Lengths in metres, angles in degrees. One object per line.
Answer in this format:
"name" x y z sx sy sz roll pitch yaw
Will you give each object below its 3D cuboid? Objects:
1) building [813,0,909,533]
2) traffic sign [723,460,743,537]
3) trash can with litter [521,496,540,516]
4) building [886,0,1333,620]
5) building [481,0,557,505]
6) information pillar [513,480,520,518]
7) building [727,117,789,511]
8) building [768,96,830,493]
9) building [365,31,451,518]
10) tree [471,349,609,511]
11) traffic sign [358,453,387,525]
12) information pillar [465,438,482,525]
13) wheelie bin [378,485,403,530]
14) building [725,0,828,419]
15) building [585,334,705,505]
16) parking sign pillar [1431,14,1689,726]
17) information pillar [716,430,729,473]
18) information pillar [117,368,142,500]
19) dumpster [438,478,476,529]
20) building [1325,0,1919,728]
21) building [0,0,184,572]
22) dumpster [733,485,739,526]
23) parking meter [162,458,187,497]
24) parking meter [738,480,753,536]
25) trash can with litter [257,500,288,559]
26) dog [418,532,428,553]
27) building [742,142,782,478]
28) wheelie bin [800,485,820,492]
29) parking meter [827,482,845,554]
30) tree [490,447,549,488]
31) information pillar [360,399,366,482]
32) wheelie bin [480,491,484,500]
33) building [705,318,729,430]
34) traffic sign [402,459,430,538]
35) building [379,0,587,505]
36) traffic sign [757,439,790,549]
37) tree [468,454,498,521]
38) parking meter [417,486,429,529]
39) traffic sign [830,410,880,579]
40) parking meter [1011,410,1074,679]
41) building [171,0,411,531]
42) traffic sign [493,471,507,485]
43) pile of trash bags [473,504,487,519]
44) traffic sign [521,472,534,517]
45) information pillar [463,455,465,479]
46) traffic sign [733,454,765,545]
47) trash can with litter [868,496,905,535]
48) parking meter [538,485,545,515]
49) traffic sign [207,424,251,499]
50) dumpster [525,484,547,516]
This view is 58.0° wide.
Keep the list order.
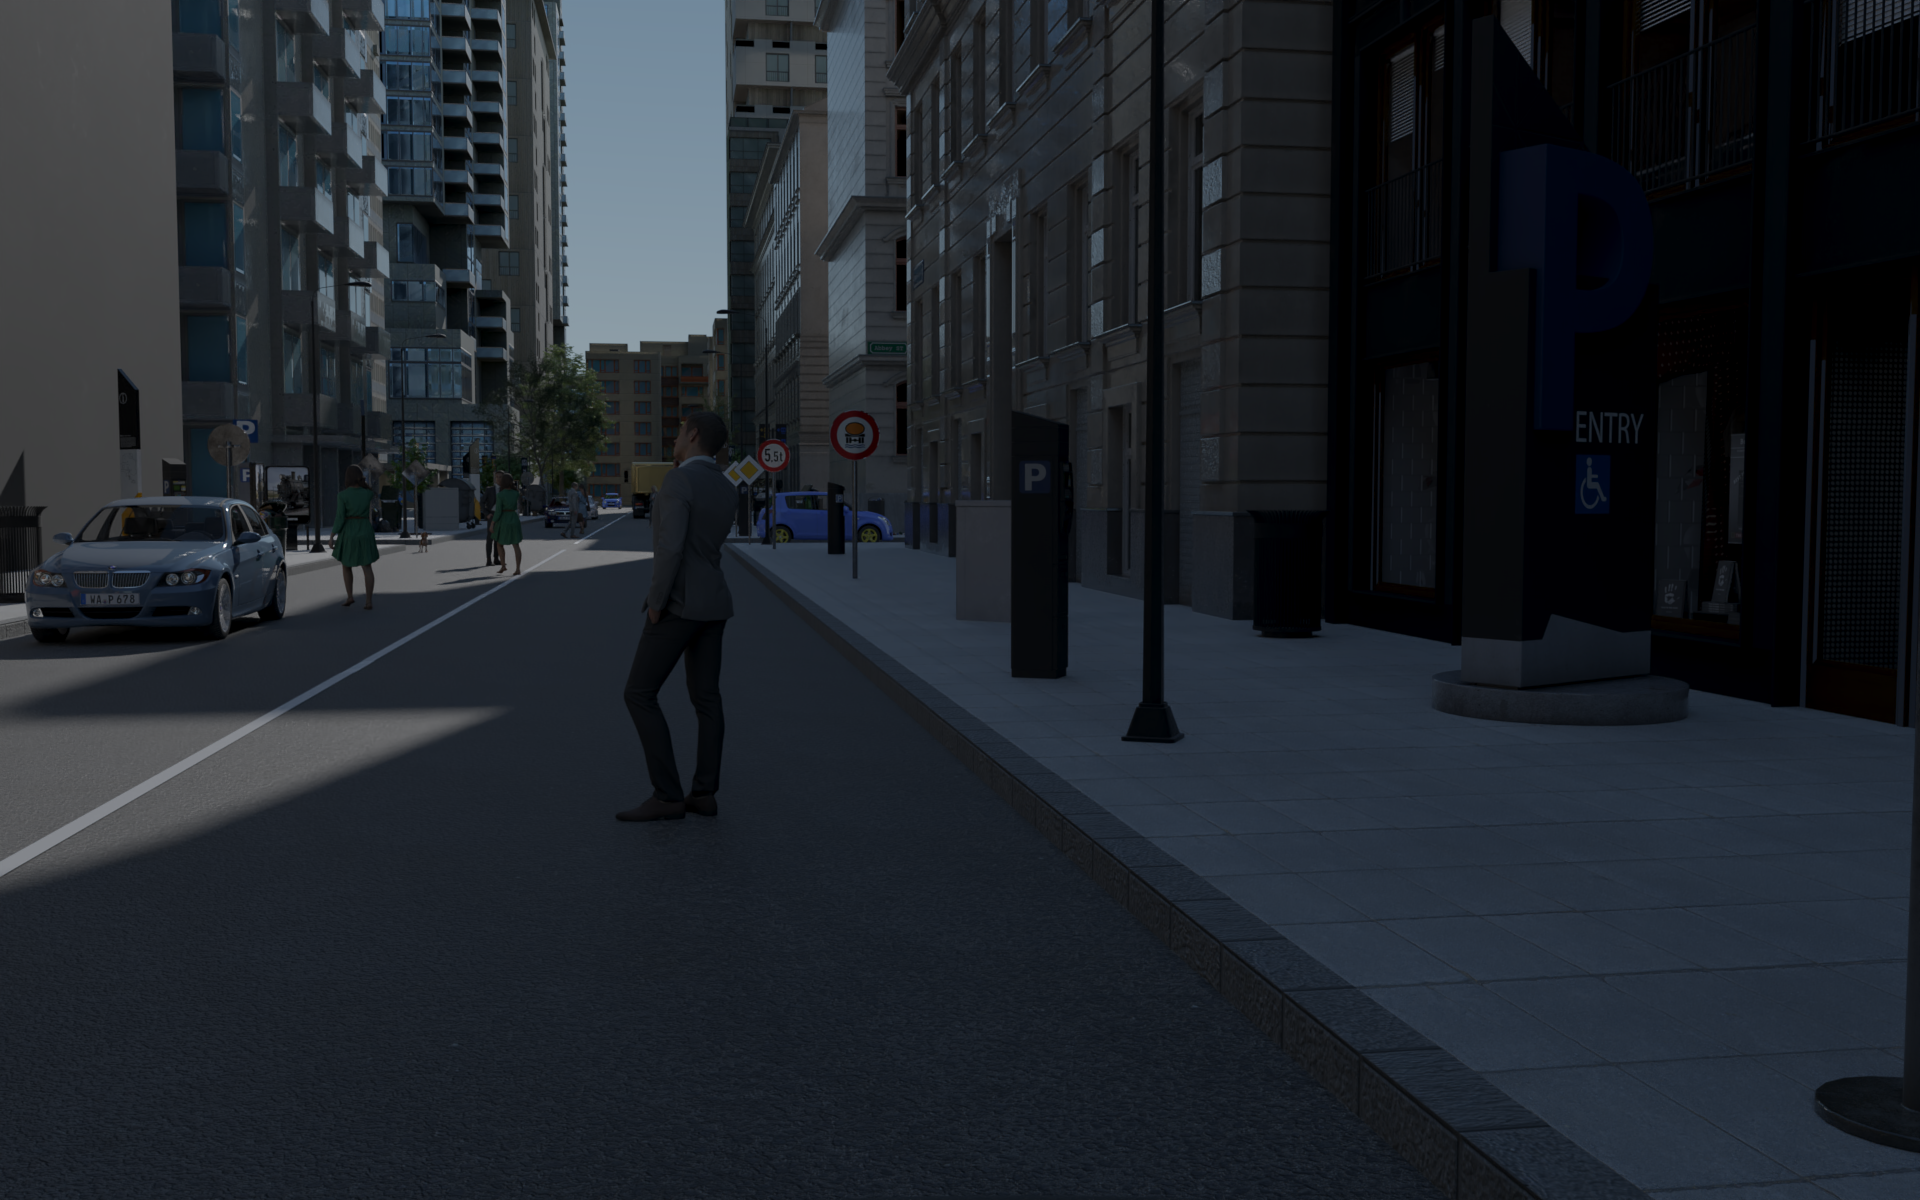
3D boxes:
"building" 6.776 -16.880 63.377 23.554 28.519 14.401 -1 4 -10
"traffic sign" -6.688 -2.940 51.718 0.795 2.450 0.064 -1 4 -10
"trash can with litter" -24.767 -5.412 99.871 1.055 1.170 0.624 0 4 4
"building" 6.280 -14.212 29.631 12.463 27.353 25.104 -1 4 -10
"building" -56.106 -36.025 178.244 27.495 52.752 28.713 -1 4 -10
"information pillar" -23.693 -5.377 92.412 0.304 2.012 0.304 0 4 0
"building" -11.337 -22.341 136.971 14.160 30.474 14.107 -1 4 -10
"building" -4.223 -14.609 88.003 9.793 20.994 18.267 -1 4 -10
"building" -46.315 -24.815 97.614 32.217 40.220 23.993 -1 4 -10
"tree" -26.843 -10.823 111.361 8.767 10.594 7.601 -2 4 -25
"traffic sign" -14.402 -2.365 42.318 0.795 2.450 0.064 -1 4 -10
"information pillar" -20.065 -4.910 71.627 0.183 3.616 0.504 3 4 36
"wheelie bin" -20.540 -3.341 62.534 0.980 1.594 0.693 0 4 -1
"building" -7.315 -34.789 158.044 28.713 52.752 27.495 -1 4 -10
"building" -33.224 -23.238 224.976 28.899 21.520 27.650 -1 4 -10
"parking sign pillar" 3.549 -1.327 10.174 1.447 3.967 1.447 -3 4 -37
"information pillar" -8.664 -4.398 63.254 0.504 3.616 0.183 0 4 0
"information pillar" -15.449 -2.501 32.240 0.504 3.616 0.183 2 4 26
"dumpster" -18.446 -3.527 63.432 1.264 1.857 1.865 -1 4 -10
"building" 11.040 -11.019 9.837 12.332 23.373 15.834 -1 4 -10
"building" -24.277 -12.320 31.116 15.834 23.373 12.332 -1 4 -10
"dumpster" -9.197 -3.834 68.440 1.264 1.857 1.865 -1 4 -10
"parking meter" -12.776 -1.376 28.209 0.399 1.863 0.255 3 5 43
"parking meter" -6.531 -2.878 52.769 0.399 1.863 0.255 0 4 7
"trash can with litter" -13.618 -1.382 33.978 0.624 1.170 1.055 -3 5 -42
"dog" -13.193 -1.427 42.626 0.540 0.507 0.406 2 4 27
"building" -5.283 -17.072 112.413 16.112 22.955 30.059 -1 4 -10
"wheelie bin" -5.051 -3.039 57.603 0.693 1.594 0.980 -2 4 -28
"parking meter" -2.639 -1.744 36.931 0.372 1.533 0.369 0 3 0
"tree" -31.038 -8.291 119.266 4.285 4.588 4.351 0 3 0
"information pillar" -14.717 -3.144 42.753 0.183 3.616 0.504 -1 4 -22
"wheelie bin" -26.258 -5.290 94.407 0.980 1.594 0.693 3 5 45
"building" -12.835 -20.894 186.648 27.650 21.520 28.899 -1 4 -10
"traffic sign" -15.753 -2.847 50.188 0.795 2.450 0.064 -1 4 -10
"building" -62.442 -55.261 216.186 31.000 86.520 22.319 -1 4 -10
"traffic sign" -4.310 -2.449 40.140 0.768 2.556 0.104 0 4 -2
"tree" -22.473 -5.378 82.539 1.663 3.219 1.824 0 3 0
"parking meter" -19.851 -3.568 64.051 0.255 1.863 0.399 3 5 42
"traffic sign" -1.593 -1.598 26.228 0.768 2.556 0.104 -1 4 -9
"parking meter" 0.573 -0.391 12.108 0.399 1.863 0.255 1 4 20
"building" -34.107 -27.165 63.762 23.786 49.044 30.456 -1 4 -10
"traffic sign" -20.659 -4.634 77.893 0.606 2.300 0.079 0 4 -5
"pile of trash bags" -25.495 -4.731 87.101 1.912 1.369 3.447 3 5 44
"traffic sign" -24.689 -6.041 98.876 0.768 2.556 0.104 0 4 -4
"information pillar" -25.584 -6.038 90.075 0.504 3.616 0.183 0 4 -8
"traffic sign" -5.336 -2.459 43.848 0.795 2.450 0.064 -1 4 -10
"trash can with litter" -2.230 -2.638 54.193 2.233 1.210 1.678 0 4 -1
"parking meter" -25.547 -6.119 105.755 0.399 1.863 0.255 2 4 30
"traffic sign" -13.272 -1.918 31.460 0.768 2.556 0.104 0 4 -3
"dumpster" -25.330 -5.964 103.272 1.264 1.857 1.865 -1 4 -10
